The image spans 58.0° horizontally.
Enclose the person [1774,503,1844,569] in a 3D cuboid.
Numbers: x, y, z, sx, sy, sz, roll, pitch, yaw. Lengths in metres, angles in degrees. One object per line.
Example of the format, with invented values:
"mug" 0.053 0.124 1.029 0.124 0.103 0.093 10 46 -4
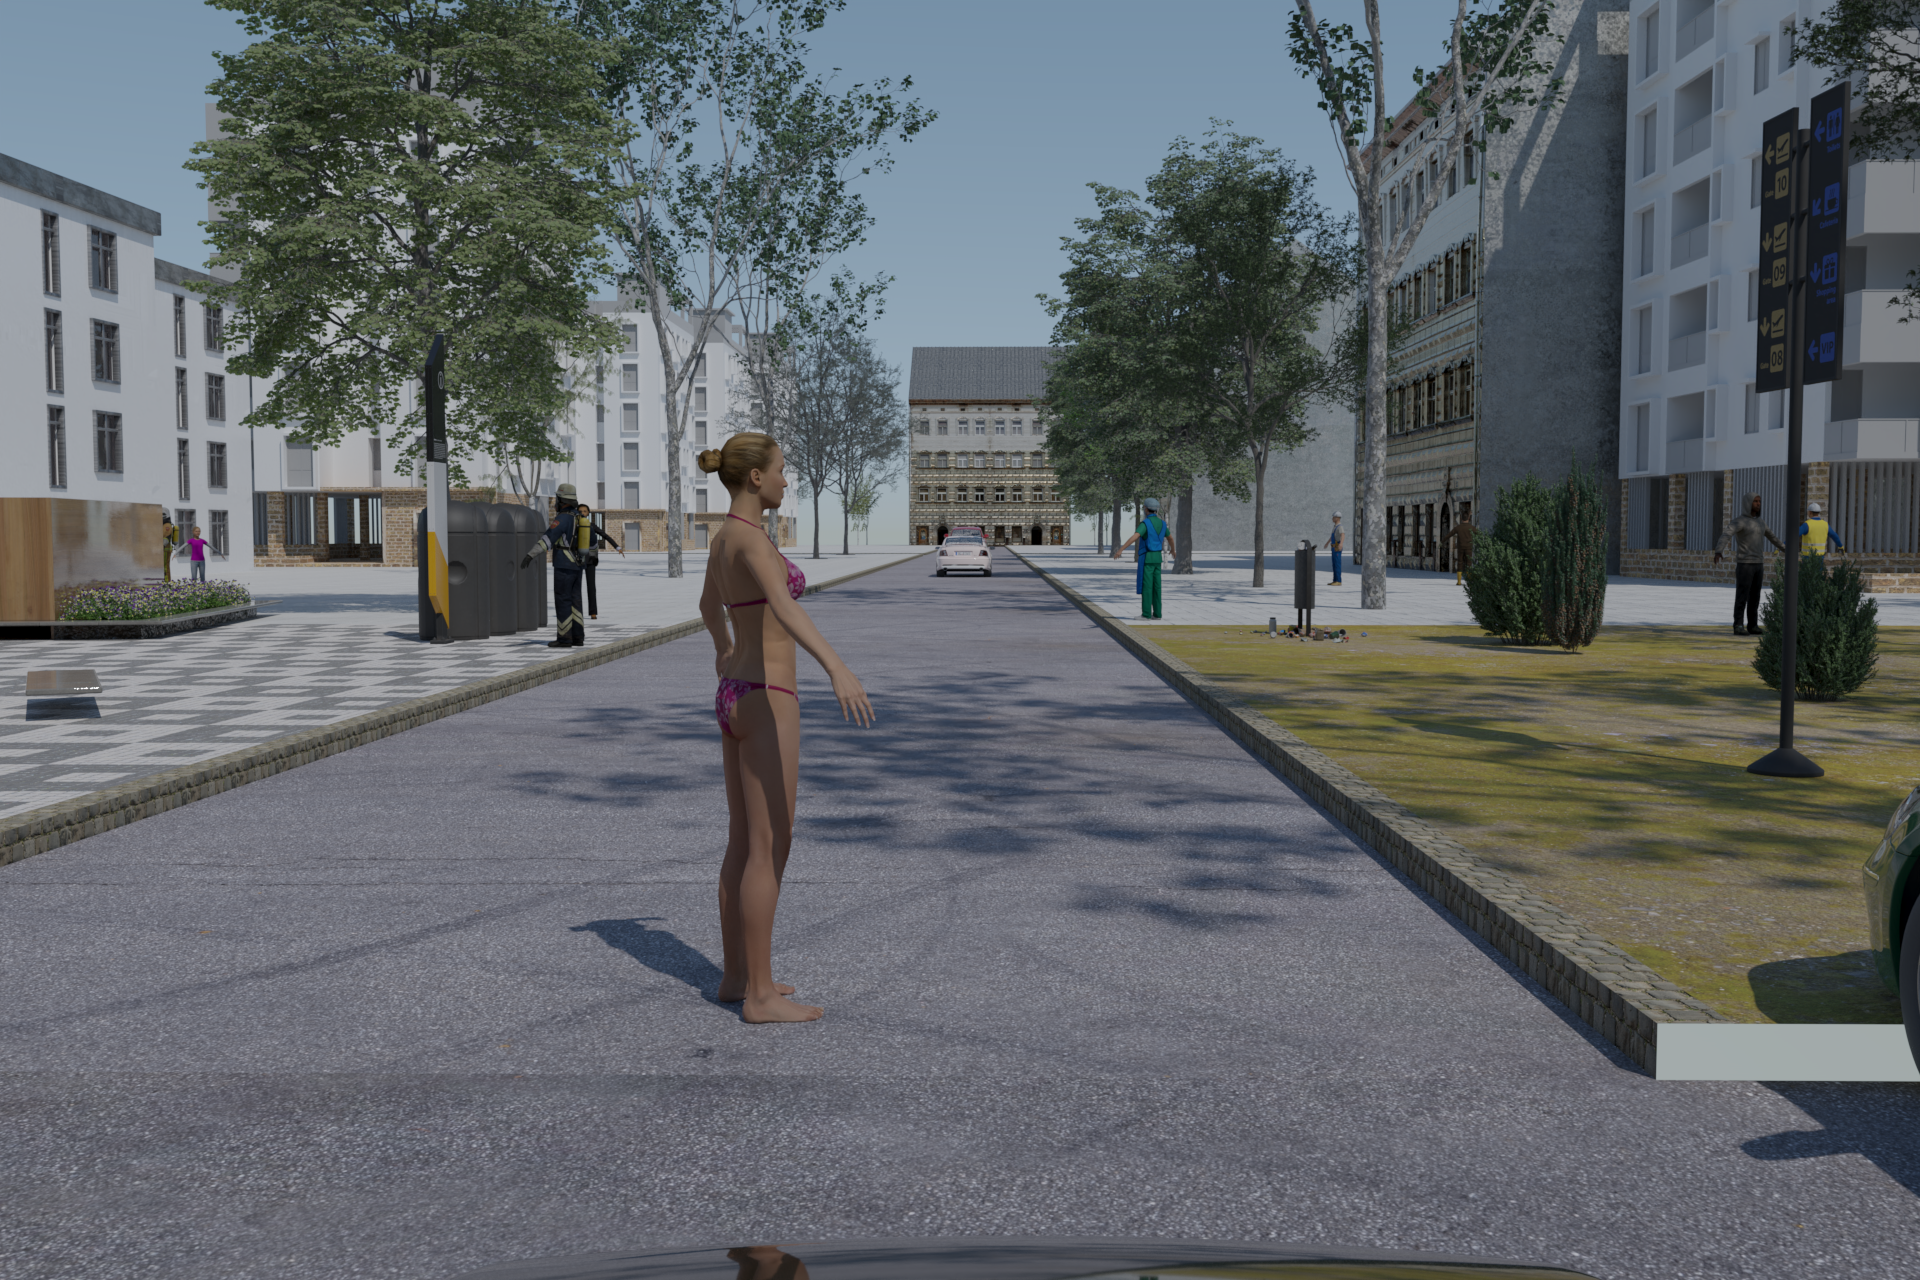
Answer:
"person" 15.327 -1.541 31.161 1.349 1.833 0.705 0 4 -7

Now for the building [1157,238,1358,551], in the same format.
"building" 25.137 -18.804 138.378 19.493 23.208 18.063 0 4 1

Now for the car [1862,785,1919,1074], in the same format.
"car" 3.276 0.559 2.651 2.131 1.459 4.920 0 4 1

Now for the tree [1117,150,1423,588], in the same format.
"tree" 7.445 -6.547 41.463 7.601 10.594 8.767 -3 5 -39

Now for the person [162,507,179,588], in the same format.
"person" -17.070 -1.916 37.092 0.705 1.858 1.354 -2 4 -28

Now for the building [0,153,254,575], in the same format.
"building" -25.397 -6.323 45.521 9.099 9.664 28.070 0 4 2

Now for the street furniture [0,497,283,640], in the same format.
"street furniture" -12.606 -1.060 24.181 9.812 1.723 11.010 -1 4 -10

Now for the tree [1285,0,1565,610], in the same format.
"tree" 8.204 -10.528 28.024 12.611 20.169 13.585 0 3 0

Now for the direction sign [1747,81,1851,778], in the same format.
"direction sign" 4.430 -1.051 9.188 0.379 3.537 0.876 0 4 0

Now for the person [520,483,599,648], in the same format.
"person" -4.472 -0.849 19.659 0.705 1.856 1.354 2 4 24

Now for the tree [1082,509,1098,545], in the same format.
"tree" 15.833 -15.284 200.252 4.360 8.622 3.978 0 3 0

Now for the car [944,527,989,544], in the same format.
"car" 0.347 -4.929 89.260 2.281 1.827 5.304 0 4 1

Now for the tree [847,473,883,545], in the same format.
"tree" -11.161 -15.452 202.998 4.737 8.622 4.395 0 3 0

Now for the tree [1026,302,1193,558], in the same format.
"tree" 8.376 -11.377 92.664 9.857 13.997 8.962 0 3 0

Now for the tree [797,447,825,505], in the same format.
"tree" -20.542 -17.431 195.359 12.009 13.543 11.850 0 3 0

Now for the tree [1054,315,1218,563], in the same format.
"tree" 7.804 -9.254 77.054 9.928 11.665 9.643 0 3 0

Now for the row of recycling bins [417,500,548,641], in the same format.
"row of recycling bins" -6.112 -0.941 22.505 1.069 1.692 3.534 0 4 1

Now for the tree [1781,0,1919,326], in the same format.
"tree" 13.156 -5.069 17.290 8.767 10.594 7.601 0 4 5

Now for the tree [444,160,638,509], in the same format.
"tree" -8.667 -5.142 34.442 4.360 8.622 3.978 0 3 0

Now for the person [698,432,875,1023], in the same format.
"person" -0.538 0.248 5.206 0.721 1.733 1.217 -2 4 -25

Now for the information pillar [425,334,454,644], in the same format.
"information pillar" -6.072 -1.759 20.117 0.183 3.616 0.504 0 4 0

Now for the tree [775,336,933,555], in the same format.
"tree" -6.869 -11.943 105.642 12.009 13.543 11.850 0 3 0

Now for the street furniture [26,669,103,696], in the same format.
"street furniture" -12.494 -0.348 12.536 11.010 1.723 9.812 -2 4 -28

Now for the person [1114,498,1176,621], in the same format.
"person" 2.813 -1.201 25.760 1.347 1.817 0.704 -3 5 -43

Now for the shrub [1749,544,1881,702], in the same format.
"shrub" 6.620 -0.140 13.403 1.383 1.207 1.383 0 3 0

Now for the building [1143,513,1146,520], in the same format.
"building" 28.019 -18.646 171.319 16.747 18.905 31.486 0 4 1

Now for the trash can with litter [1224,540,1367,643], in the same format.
"trash can with litter" 4.247 -0.636 21.457 1.678 1.210 2.233 0 4 -1

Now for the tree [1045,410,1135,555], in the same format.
"tree" 9.010 -11.544 106.878 7.486 12.596 7.792 0 3 0

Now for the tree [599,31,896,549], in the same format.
"tree" -8.516 -12.993 68.323 12.611 20.169 13.585 0 3 0

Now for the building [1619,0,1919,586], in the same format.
"building" 24.814 -11.812 49.549 16.016 20.090 11.380 0 4 1

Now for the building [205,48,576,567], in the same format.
"building" -23.245 -12.981 68.656 16.016 20.090 11.380 0 4 1

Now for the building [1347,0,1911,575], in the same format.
"building" 25.457 -14.141 62.128 19.493 23.208 18.063 0 4 1

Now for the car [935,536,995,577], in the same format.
"car" 0.162 -2.861 59.135 2.083 1.381 4.827 0 4 1

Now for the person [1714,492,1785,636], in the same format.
"person" 10.034 -0.968 21.958 1.348 1.813 0.705 -1 4 -22

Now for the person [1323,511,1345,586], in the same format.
"person" 9.332 -2.273 43.027 0.705 1.847 1.347 0 4 -4

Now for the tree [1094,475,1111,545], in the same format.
"tree" 16.803 -14.974 195.185 4.360 8.622 3.978 0 3 0

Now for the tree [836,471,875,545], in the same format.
"tree" -11.881 -15.122 197.605 4.737 8.622 4.395 0 3 0

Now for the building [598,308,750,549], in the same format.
"building" -24.362 -17.731 146.316 16.016 20.090 11.380 0 3 0

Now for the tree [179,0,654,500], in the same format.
"tree" -8.523 -6.676 27.276 7.486 12.596 7.792 0 3 0

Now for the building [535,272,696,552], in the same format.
"building" -26.543 -16.527 126.631 16.016 20.090 11.380 0 4 2

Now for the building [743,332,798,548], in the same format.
"building" -21.719 -18.795 163.718 16.016 20.090 11.380 0 4 1

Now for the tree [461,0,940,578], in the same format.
"tree" -7.422 -11.817 49.103 12.611 20.169 13.585 0 3 0

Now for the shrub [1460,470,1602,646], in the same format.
"shrub" 6.625 -0.959 20.101 1.690 2.028 1.600 0 3 0

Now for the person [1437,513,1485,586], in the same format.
"person" 12.548 -2.257 43.040 1.346 1.812 0.704 1 4 23

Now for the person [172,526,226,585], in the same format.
"person" -14.898 -1.506 33.889 0.991 1.433 0.599 -3 4 -37

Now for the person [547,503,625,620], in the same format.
"person" -5.632 -1.174 25.913 1.216 1.740 0.721 -1 4 -10

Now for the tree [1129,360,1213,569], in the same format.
"tree" 7.457 -6.915 63.427 4.360 8.622 3.978 0 3 0

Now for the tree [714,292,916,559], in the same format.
"tree" -7.304 -10.879 88.242 12.009 13.543 11.850 0 3 0

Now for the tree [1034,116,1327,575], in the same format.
"tree" 7.097 -9.063 54.837 9.857 13.997 8.962 0 3 0

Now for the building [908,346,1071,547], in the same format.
"building" 3.543 -22.532 201.775 18.063 23.208 19.493 0 4 1
